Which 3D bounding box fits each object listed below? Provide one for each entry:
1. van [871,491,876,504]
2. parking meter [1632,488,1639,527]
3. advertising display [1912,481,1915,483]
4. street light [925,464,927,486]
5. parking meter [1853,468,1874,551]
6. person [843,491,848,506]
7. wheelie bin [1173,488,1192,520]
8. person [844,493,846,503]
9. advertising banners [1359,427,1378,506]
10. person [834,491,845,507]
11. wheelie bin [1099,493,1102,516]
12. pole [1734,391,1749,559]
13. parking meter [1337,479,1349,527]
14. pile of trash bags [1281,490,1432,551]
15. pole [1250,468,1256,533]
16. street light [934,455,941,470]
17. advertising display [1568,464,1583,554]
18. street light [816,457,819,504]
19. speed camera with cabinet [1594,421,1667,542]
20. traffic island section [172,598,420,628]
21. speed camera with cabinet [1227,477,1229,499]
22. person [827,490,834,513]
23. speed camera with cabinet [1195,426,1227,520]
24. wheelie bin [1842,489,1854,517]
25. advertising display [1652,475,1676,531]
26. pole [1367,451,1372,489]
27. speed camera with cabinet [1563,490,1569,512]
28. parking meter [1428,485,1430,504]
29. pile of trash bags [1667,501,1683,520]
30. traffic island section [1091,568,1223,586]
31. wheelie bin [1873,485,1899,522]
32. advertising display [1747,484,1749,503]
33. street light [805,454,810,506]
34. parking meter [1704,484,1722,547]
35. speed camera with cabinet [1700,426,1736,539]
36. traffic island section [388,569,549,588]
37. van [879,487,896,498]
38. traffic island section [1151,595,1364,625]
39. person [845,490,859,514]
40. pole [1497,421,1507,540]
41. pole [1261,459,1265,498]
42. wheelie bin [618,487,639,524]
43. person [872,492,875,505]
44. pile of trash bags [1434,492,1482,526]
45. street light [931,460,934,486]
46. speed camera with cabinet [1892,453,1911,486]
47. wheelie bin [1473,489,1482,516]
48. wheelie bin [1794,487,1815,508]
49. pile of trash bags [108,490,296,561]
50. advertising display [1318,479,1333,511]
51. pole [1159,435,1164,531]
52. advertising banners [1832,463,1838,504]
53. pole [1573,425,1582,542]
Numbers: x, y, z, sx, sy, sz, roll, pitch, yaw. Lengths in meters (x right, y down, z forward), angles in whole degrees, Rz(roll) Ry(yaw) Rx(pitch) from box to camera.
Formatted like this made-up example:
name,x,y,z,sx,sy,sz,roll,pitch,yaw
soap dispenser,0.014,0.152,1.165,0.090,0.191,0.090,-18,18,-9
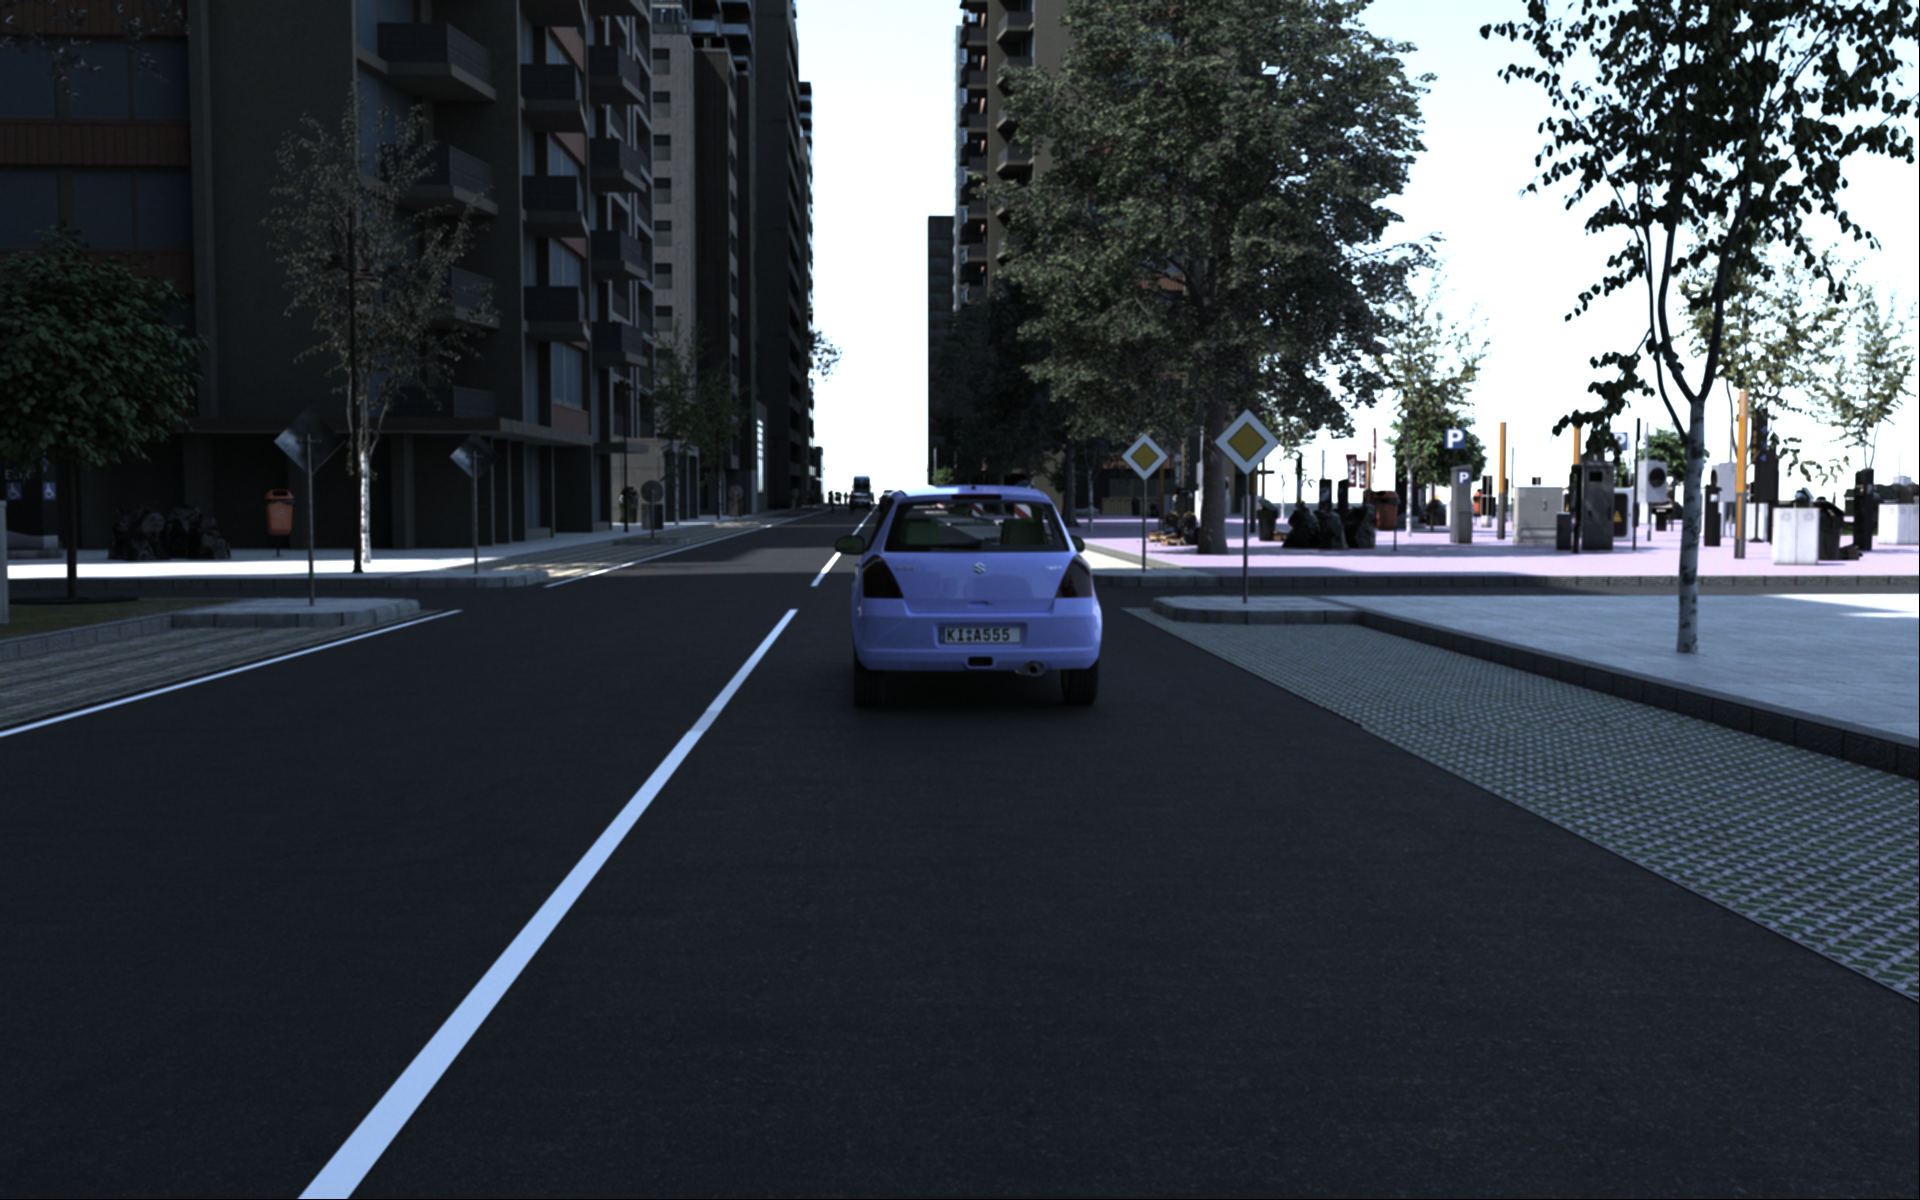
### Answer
name,x,y,z,sx,sy,sz,roll,pitch,yaw
van,-13.583,-15.417,259.073,2.013,2.044,4.112,0,4,-4
parking meter,26.315,-3.621,67.606,0.372,1.533,0.369,0,3,0
advertising display,46.583,-4.912,85.527,0.123,1.923,0.974,-3,5,-43
street light,-5.060,-17.724,262.577,0.468,5.910,1.993,0,4,-2
parking meter,20.534,-2.058,39.365,0.399,1.863,0.255,-2,4,-29
person,-14.089,-12.569,214.020,0.705,1.822,1.348,1,4,18
wheelie bin,11.018,-4.741,85.420,0.980,1.594,0.693,-1,4,-17
person,-16.528,-14.845,251.078,0.599,1.838,0.709,-2,4,-24
advertising banners,10.898,-3.051,46.077,0.090,3.025,2.074,0,4,6
person,-13.603,-11.479,196.258,1.350,1.814,0.705,-3,4,-36
wheelie bin,8.168,-5.856,103.660,0.693,1.594,0.980,0,4,2
pole,15.468,-2.472,34.268,0.158,3.312,0.155,0,3,0
parking meter,14.540,-3.675,65.790,0.255,1.863,0.399,-2,4,-33
pile of trash bags,9.105,-1.886,40.596,1.912,1.369,3.447,-2,4,-25
pole,9.722,-3.888,57.407,0.158,3.312,0.155,0,3,0
street light,-2.419,-14.016,201.952,0.468,5.910,1.993,0,4,-2
advertising display,13.407,-1.988,37.711,0.123,1.923,0.974,1,4,12
street light,-17.924,-14.991,217.893,0.468,5.910,1.993,0,4,-2
speed camera with cabinet,18.085,-3.210,46.820,2.038,3.252,0.660,-1,4,-17
traffic island section,-7.464,0.146,19.892,2.009,0.180,2.903,0,4,-2
speed camera with cabinet,12.777,-5.712,87.732,2.038,3.252,0.660,-3,5,-42
person,-10.112,-7.687,134.714,0.750,1.759,0.617,1,4,14
speed camera with cabinet,7.214,-3.403,49.979,0.660,3.252,2.038,0,4,5
wheelie bin,50.682,-5.539,98.476,0.693,1.594,0.980,-3,5,-43
advertising display,24.215,-3.336,59.762,0.123,1.923,0.974,-2,4,-33
pole,19.530,-5.433,82.676,0.158,3.312,0.155,0,3,0
speed camera with cabinet,27.119,-4.968,75.560,0.660,3.252,2.038,-1,4,-15
parking meter,27.017,-5.710,99.072,0.399,1.863,0.255,-1,4,-16
pile of trash bags,35.652,-4.645,85.692,3.447,1.369,1.912,-1,4,-14
traffic island section,3.028,-0.370,28.325,2.009,0.180,2.903,0,4,-2
wheelie bin,32.698,-3.270,61.373,0.980,1.594,0.693,-1,4,-8
advertising display,48.419,-6.137,105.551,0.974,1.923,0.123,2,4,31
street light,-16.542,-13.129,187.454,0.468,5.910,1.993,0,4,-2
parking meter,18.412,-2.076,42.347,0.372,1.533,0.369,0,3,0
speed camera with cabinet,22.144,-3.452,50.781,0.660,3.252,2.038,0,4,5
traffic island section,-7.804,-0.342,27.870,2.009,0.180,2.903,0,4,-2
van,-6.143,-8.936,153.116,2.013,2.044,4.112,0,4,-3
traffic island section,3.368,0.118,20.347,2.009,0.180,2.903,0,4,-2
person,-7.956,-7.174,126.515,1.217,1.743,0.721,-1,4,-22
pole,15.242,-3.355,48.690,0.158,3.312,0.155,0,3,0
pole,17.143,-6.363,97.884,0.158,3.312,0.155,0,3,0
wheelie bin,-14.307,-4.101,74.965,0.693,1.594,0.980,2,4,24
person,-11.257,-13.076,223.017,0.721,1.743,1.217,-1,4,-10
pile of trash bags,19.869,-3.695,70.158,3.447,1.369,1.912,-1,4,-20
street light,-3.653,-15.846,231.875,0.468,5.910,1.993,0,4,-2
speed camera with cabinet,45.637,-5.417,82.910,0.660,3.252,2.038,-1,4,-15
wheelie bin,30.043,-5.616,99.722,0.980,1.594,0.693,-2,4,-30
wheelie bin,35.828,-4.015,73.550,0.693,1.594,0.980,3,5,44
pile of trash bags,-15.032,-1.510,34.443,3.447,1.369,1.912,-2,4,-30
advertising display,15.389,-4.143,72.945,0.123,1.923,0.974,-1,4,-17
pole,6.927,-4.017,59.528,0.158,3.312,0.155,0,3,0
advertising banners,47.244,-5.952,93.505,0.090,3.025,2.074,1,4,21
pole,15.509,-3.041,43.570,0.158,3.312,0.155,0,3,0
